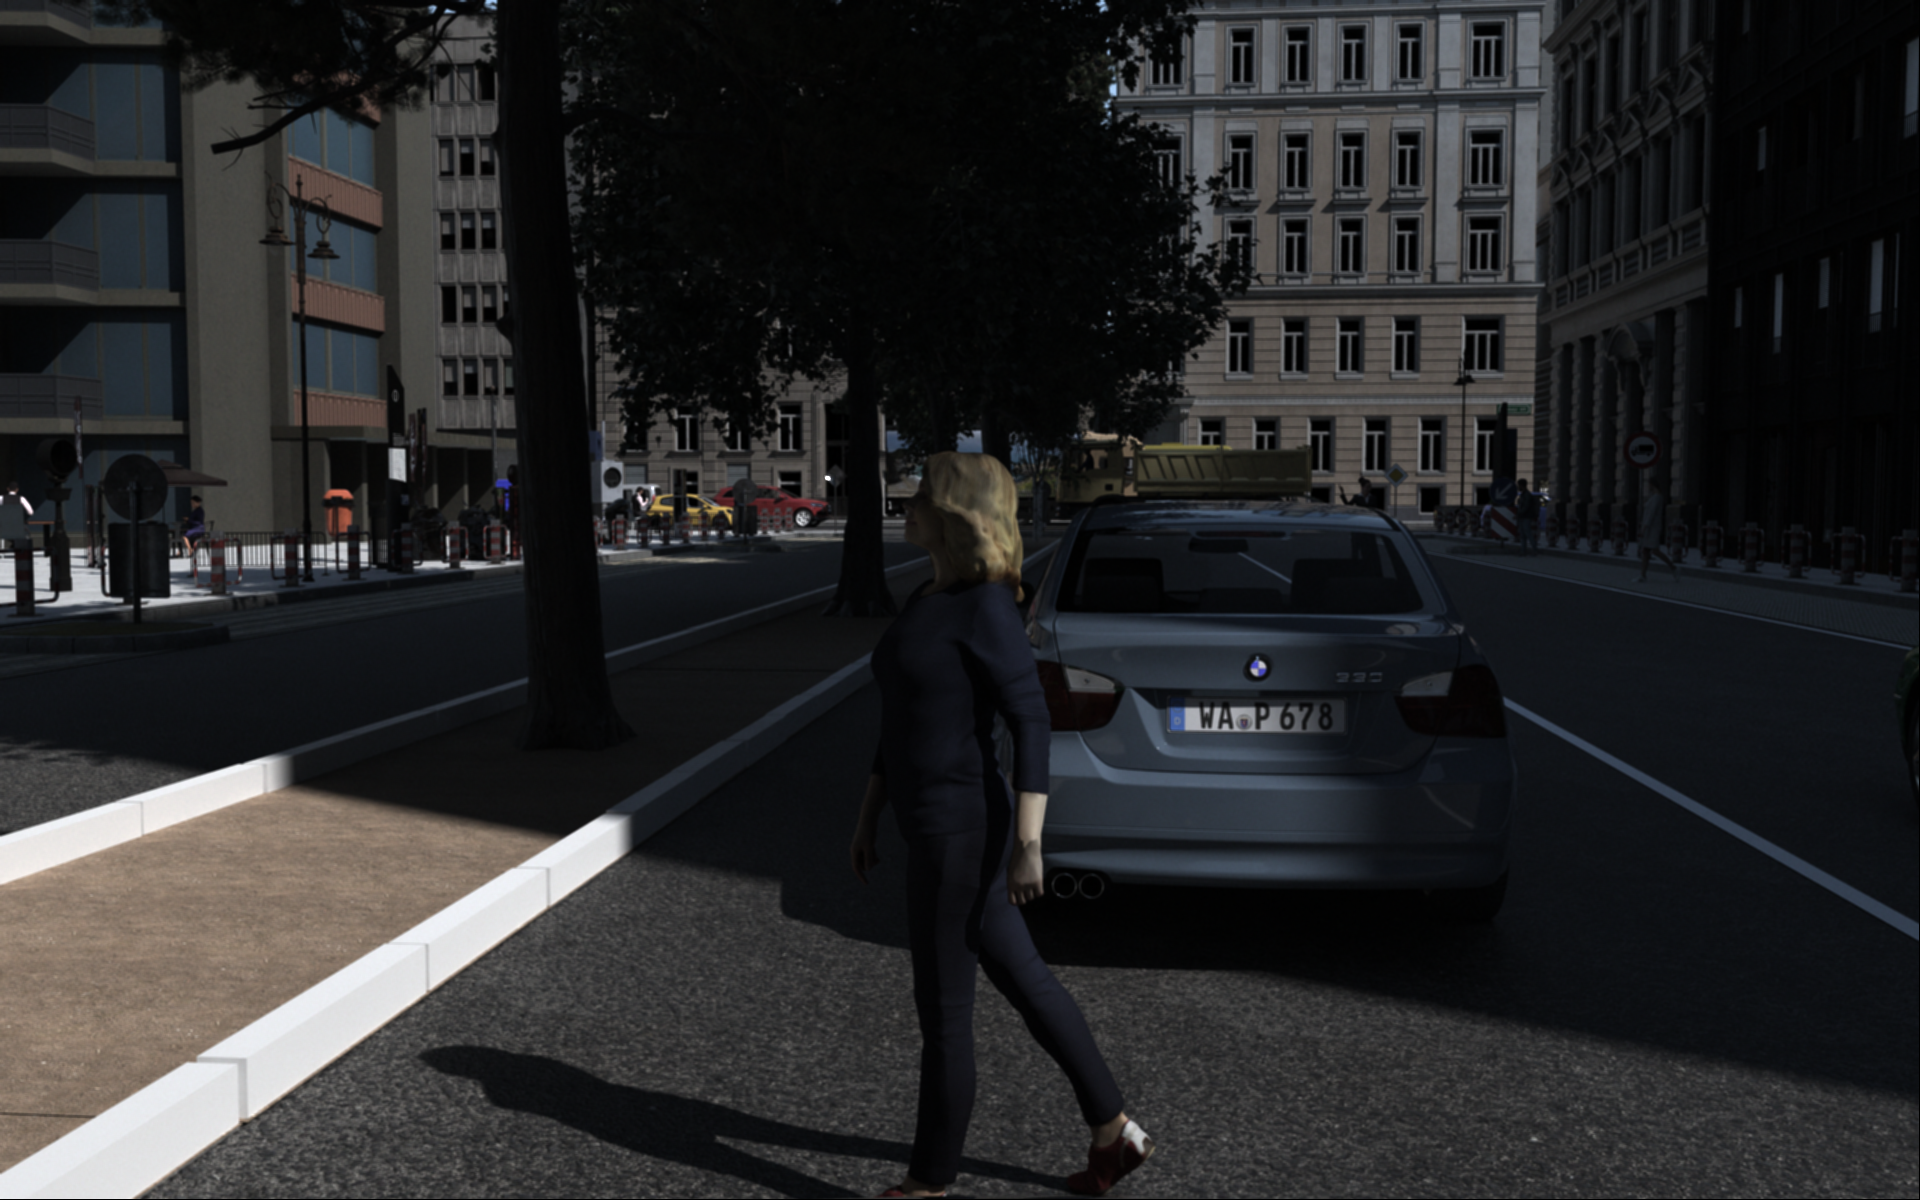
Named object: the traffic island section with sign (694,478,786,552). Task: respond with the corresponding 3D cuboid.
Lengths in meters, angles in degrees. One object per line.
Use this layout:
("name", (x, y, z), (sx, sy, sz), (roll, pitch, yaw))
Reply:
("traffic island section with sign", (-5.421, -2.114, 43.196), (1.989, 1.847, 2.006), (0, 4, 6))

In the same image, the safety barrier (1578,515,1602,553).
("safety barrier", (13.871, -1.441, 37.828), (0.300, 0.817, 1.120), (0, 4, 6))

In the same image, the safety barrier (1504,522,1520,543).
("safety barrier", (14.637, -1.908, 45.472), (0.300, 0.817, 1.120), (0, 4, 6))

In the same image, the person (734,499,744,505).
("person", (-8.348, -3.475, 65.504), (0.419, 1.800, 0.721), (0, 4, -5))

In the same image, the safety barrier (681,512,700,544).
("safety barrier", (-7.092, -1.869, 44.827), (0.300, 0.817, 1.120), (0, 4, 6))

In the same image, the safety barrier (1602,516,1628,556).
("safety barrier", (13.674, -1.322, 35.897), (0.300, 0.817, 1.120), (0, 4, 6))

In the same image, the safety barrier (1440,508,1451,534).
("safety barrier", (15.594, -2.493, 55.037), (0.300, 0.817, 1.120), (0, 4, 6))

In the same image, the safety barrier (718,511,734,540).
("safety barrier", (-6.707, -2.104, 48.670), (0.300, 0.817, 1.120), (0, 4, 6))

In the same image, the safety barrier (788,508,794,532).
("safety barrier", (-5.745, -2.689, 58.234), (0.300, 0.817, 1.120), (0, 4, 6))

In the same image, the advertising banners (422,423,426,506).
("advertising banners", (-13.623, -2.907, 43.717), (0.090, 3.025, 2.074), (-2, 4, -24))

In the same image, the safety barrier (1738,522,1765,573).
("safety barrier", (12.910, -0.855, 28.262), (0.300, 0.817, 1.120), (0, 4, 6))

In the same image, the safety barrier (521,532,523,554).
("safety barrier", (-8.241, -1.168, 33.366), (0.300, 0.817, 1.120), (0, 4, 6))

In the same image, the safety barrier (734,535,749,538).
("safety barrier", (-6.516, -2.220, 50.577), (0.300, 0.817, 1.120), (0, 4, 6))

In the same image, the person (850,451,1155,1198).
("person", (0.066, 0.467, 3.409), (0.613, 1.512, 0.480), (-2, 4, -33))

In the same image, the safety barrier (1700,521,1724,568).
("safety barrier", (13.097, -0.972, 30.170), (0.300, 0.817, 1.120), (0, 4, 6))

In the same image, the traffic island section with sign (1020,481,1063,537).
("traffic island section with sign", (2.692, -3.047, 57.963), (2.006, 1.907, 1.989), (0, 4, 6))

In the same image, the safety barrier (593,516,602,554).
("safety barrier", (-7.863, -1.401, 37.181), (0.300, 0.817, 1.120), (0, 4, 6))

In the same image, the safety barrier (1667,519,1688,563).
("safety barrier", (13.292, -1.089, 32.077), (0.300, 0.817, 1.120), (0, 4, 6))

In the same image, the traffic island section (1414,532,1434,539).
("traffic island section", (14.231, -2.097, 56.570), (2.009, 0.180, 2.903), (0, 4, 6))

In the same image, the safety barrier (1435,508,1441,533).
("safety barrier", (15.787, -2.610, 56.944), (0.300, 0.817, 1.120), (0, 4, 6))

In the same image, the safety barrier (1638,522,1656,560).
("safety barrier", (13.484, -1.206, 33.986), (0.300, 0.817, 1.120), (0, 4, 6))

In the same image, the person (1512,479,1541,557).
("person", (12.781, -1.854, 39.163), (0.721, 1.781, 0.623), (0, 4, 0))

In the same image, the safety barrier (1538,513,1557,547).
("safety barrier", (14.251, -1.675, 41.654), (0.300, 0.817, 1.120), (0, 4, 6))

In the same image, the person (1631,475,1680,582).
("person", (11.235, -1.144, 27.959), (0.760, 1.731, 0.466), (0, 4, -5))

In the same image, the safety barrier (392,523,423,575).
("safety barrier", (-8.817, -0.818, 27.645), (0.300, 0.817, 1.120), (0, 4, 6))

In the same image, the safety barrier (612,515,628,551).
("safety barrier", (-7.667, -1.518, 39.091), (0.300, 0.817, 1.120), (0, 4, 6))

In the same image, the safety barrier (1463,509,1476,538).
("safety barrier", (15.209, -2.258, 51.197), (0.300, 0.817, 1.120), (0, 4, 6))

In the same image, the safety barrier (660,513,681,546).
("safety barrier", (-7.280, -1.752, 42.919), (0.300, 0.817, 1.120), (0, 4, 6))

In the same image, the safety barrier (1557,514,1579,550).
("safety barrier", (14.059, -1.558, 39.746), (0.300, 0.817, 1.120), (0, 4, 6))

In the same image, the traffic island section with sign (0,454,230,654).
("traffic island section with sign", (-8.108, -0.474, 16.374), (1.989, 1.847, 2.006), (0, 4, 6))

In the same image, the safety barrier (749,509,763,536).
("safety barrier", (-6.327, -2.337, 52.485), (0.300, 0.817, 1.120), (0, 4, 6))

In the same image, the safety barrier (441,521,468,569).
("safety barrier", (-8.624, -0.934, 29.552), (0.300, 0.817, 1.120), (0, 4, 6))

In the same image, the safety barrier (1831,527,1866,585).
("safety barrier", (12.524, -0.621, 24.423), (0.300, 0.817, 1.120), (0, 4, 6))

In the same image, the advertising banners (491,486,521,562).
("advertising banners", (-8.630, -2.281, 33.479), (0.090, 3.025, 2.074), (0, 4, 7))

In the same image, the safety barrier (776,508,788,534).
("safety barrier", (-5.938, -2.572, 56.319), (0.300, 0.817, 1.120), (0, 4, 6))

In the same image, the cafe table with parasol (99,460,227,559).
("cafe table with parasol", (-15.877, -1.814, 34.524), (2.610, 1.966, 2.610), (1, 4, 15))

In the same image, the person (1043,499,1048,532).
("person", (3.189, -3.475, 65.864), (0.362, 1.759, 0.519), (0, 4, 0))

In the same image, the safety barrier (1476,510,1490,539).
("safety barrier", (15.019, -2.142, 49.289), (0.300, 0.817, 1.120), (0, 4, 6))

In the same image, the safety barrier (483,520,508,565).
("safety barrier", (-8.434, -1.051, 31.459), (0.300, 0.817, 1.120), (0, 4, 6))

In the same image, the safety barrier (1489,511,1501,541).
("safety barrier", (14.826, -2.025, 47.382), (0.300, 0.817, 1.120), (0, 4, 6))

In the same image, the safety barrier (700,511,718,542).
("safety barrier", (-6.898, -1.986, 46.752), (0.300, 0.817, 1.120), (0, 4, 6))

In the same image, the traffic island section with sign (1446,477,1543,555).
("traffic island section with sign", (12.710, -2.003, 41.374), (1.989, 1.847, 2.006), (0, 4, 6))

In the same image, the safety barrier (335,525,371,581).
("safety barrier", (-9.009, -0.701, 25.738), (0.300, 0.817, 1.120), (0, 4, 6))

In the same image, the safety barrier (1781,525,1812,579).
("safety barrier", (12.720, -0.738, 26.339), (0.300, 0.817, 1.120), (0, 4, 6))

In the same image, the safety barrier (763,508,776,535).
("safety barrier", (-6.132, -2.454, 54.404), (0.300, 0.817, 1.120), (0, 4, 6))

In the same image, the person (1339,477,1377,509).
("person", (6.836, -1.243, 29.631), (0.742, 1.727, 0.445), (-3, 4, -36))

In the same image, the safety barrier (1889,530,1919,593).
("safety barrier", (12.332, -0.503, 22.499), (0.300, 0.817, 1.120), (0, 4, 6))

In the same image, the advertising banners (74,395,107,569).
("advertising banners", (-15.236, -2.086, 30.301), (0.090, 3.025, 2.074), (-3, 4, -37))

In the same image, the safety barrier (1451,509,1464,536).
("safety barrier", (15.405, -2.376, 53.117), (0.300, 0.817, 1.120), (0, 4, 6))

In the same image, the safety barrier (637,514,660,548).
("safety barrier", (-7.477, -1.635, 41.012), (0.300, 0.817, 1.120), (0, 4, 6))

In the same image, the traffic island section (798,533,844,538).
("traffic island section", (-4.218, -2.210, 58.418), (2.009, 0.180, 2.903), (0, 4, 6))

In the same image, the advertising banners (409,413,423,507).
("advertising banners", (-12.317, -2.579, 38.349), (0.090, 3.025, 2.074), (-2, 4, -33))

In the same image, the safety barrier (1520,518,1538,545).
("safety barrier", (14.444, -1.791, 43.565), (0.300, 0.817, 1.120), (0, 4, 6))
